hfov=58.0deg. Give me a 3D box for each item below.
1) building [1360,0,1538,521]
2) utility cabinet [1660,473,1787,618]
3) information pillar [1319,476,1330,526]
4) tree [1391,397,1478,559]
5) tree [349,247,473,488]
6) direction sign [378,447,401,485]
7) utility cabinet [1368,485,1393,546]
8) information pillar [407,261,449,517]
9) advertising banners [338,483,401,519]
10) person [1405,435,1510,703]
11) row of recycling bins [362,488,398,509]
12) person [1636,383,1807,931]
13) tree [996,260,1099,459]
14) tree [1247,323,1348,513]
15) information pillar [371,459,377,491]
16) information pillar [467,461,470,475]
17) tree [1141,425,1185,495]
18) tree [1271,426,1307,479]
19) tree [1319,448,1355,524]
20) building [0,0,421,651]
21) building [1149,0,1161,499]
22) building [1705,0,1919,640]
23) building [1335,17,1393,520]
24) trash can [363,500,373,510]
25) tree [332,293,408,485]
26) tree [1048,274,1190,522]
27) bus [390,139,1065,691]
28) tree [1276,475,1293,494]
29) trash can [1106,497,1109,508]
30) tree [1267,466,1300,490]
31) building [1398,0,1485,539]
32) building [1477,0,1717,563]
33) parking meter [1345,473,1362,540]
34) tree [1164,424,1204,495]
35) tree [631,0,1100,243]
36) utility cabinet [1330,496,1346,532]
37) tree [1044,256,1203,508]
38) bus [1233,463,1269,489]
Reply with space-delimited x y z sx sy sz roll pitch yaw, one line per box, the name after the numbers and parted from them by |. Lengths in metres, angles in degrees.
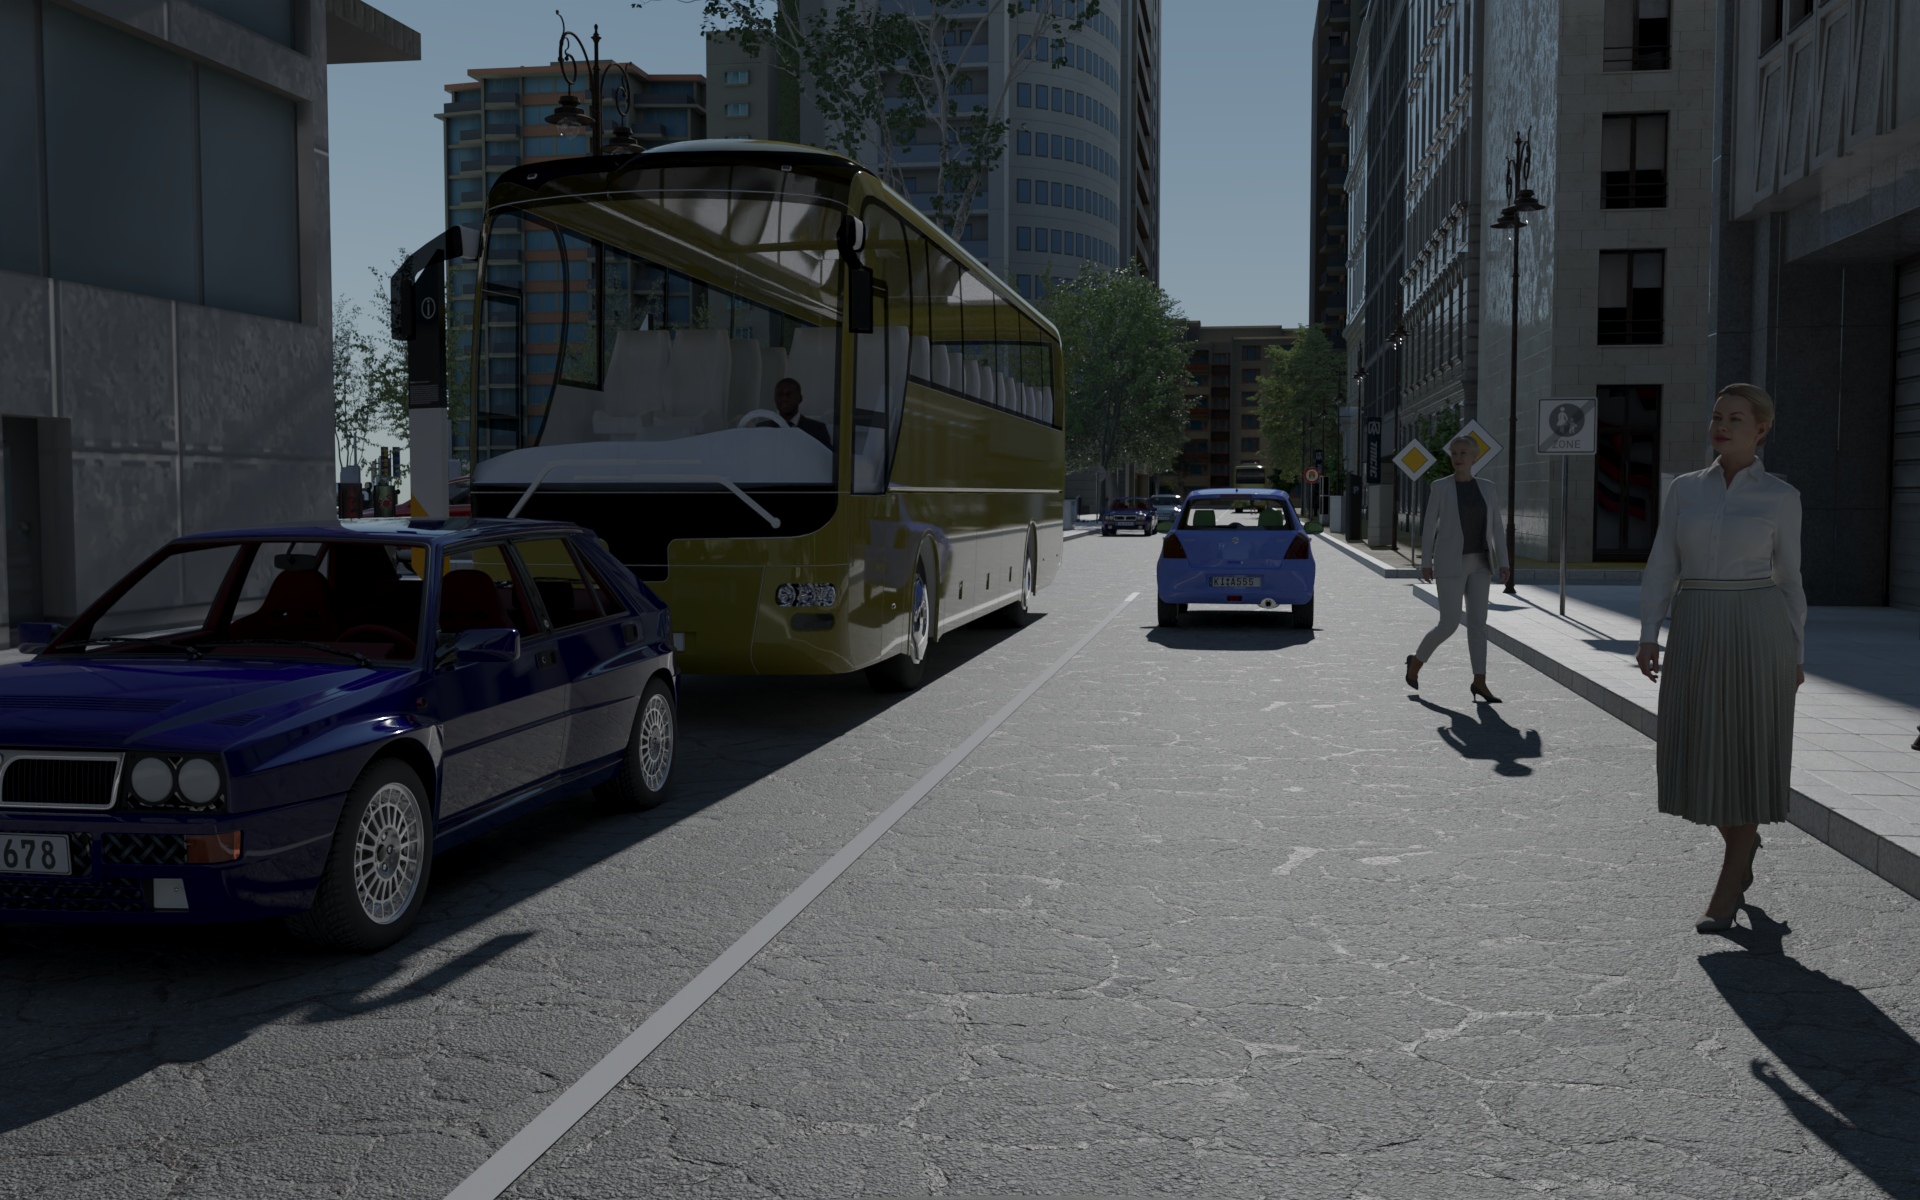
24.690 -17.007 71.577 14.314 27.812 24.014 1 4 9 | building
7.800 -0.553 17.714 1.173 1.500 0.318 0 4 -3 | utility cabinet
14.721 -4.002 69.931 0.304 2.012 0.304 -1 4 -10 | information pillar
9.734 -2.439 34.486 1.663 3.219 1.824 0 3 0 | tree
-15.894 -6.189 51.546 4.737 8.622 4.395 0 3 0 | tree
-27.201 -5.553 82.795 0.876 3.537 0.379 -1 4 -17 | direction sign
10.360 -2.072 42.557 0.318 1.500 1.173 2 4 33 | utility cabinet
-5.141 -1.555 16.781 0.504 3.616 0.183 2 4 34 | information pillar
-8.530 -1.718 24.278 0.090 3.025 2.074 1 4 19 | advertising banners
3.487 -0.232 12.167 0.514 1.842 0.818 -2 4 -29 | person
-37.986 -6.405 111.828 1.069 1.692 3.534 3 5 39 | row of recycling bins
2.614 0.175 5.872 0.641 1.798 0.478 -3 5 -43 | person
2.090 -6.333 53.901 4.737 8.622 4.395 0 3 0 | tree
22.887 -12.014 114.557 7.486 12.596 7.792 0 3 0 | tree
-38.736 -7.534 114.540 0.504 3.616 0.183 2 4 31 | information pillar
-31.995 -7.448 113.128 0.504 3.616 0.183 3 4 39 | information pillar
14.982 -11.081 131.538 4.737 8.622 4.395 0 3 0 | tree
34.454 -14.141 181.567 4.737 8.622 4.395 0 3 0 | tree
15.855 -4.824 73.477 1.663 3.219 1.824 0 3 0 | tree
-20.860 -25.669 8.925 27.495 52.752 28.713 1 4 9 | building
9.004 -44.800 170.732 20.611 71.187 20.563 1 4 9 | building
13.297 -11.710 9.476 12.078 24.808 19.932 1 4 9 | building
27.836 -18.817 93.566 13.634 28.700 20.117 1 4 9 | building
-14.599 -1.853 41.948 0.748 1.137 0.748 0 3 0 | trash can
-22.257 -6.886 62.944 4.360 8.622 3.978 0 3 0 | tree
6.868 -9.494 80.976 9.928 11.665 9.643 0 3 0 | tree
-0.928 -1.493 15.966 2.896 3.916 12.252 1 4 10 | bus
30.269 -10.125 160.141 1.663 3.219 1.824 0 3 0 | tree
8.379 -5.331 98.811 0.748 1.137 0.748 0 3 0 | trash can
32.591 -11.674 174.583 4.285 4.588 4.351 0 3 0 | tree
18.602 -12.333 50.796 9.793 20.994 18.267 1 4 9 | building
20.130 -11.057 35.533 16.860 20.320 10.420 1 4 9 | building
11.009 -2.613 48.432 0.399 1.863 0.255 -1 4 -20 | parking meter
22.875 -13.936 178.209 4.360 8.622 3.978 0 3 0 | tree
-1.831 -11.364 41.696 12.611 20.169 13.585 0 3 0 | tree
12.896 -2.917 58.861 0.306 1.237 1.020 -1 4 -9 | utility cabinet
8.072 -11.331 91.911 9.857 13.997 8.962 0 3 0 | tree
23.128 -8.946 137.820 2.896 3.916 12.252 1 4 10 | bus
